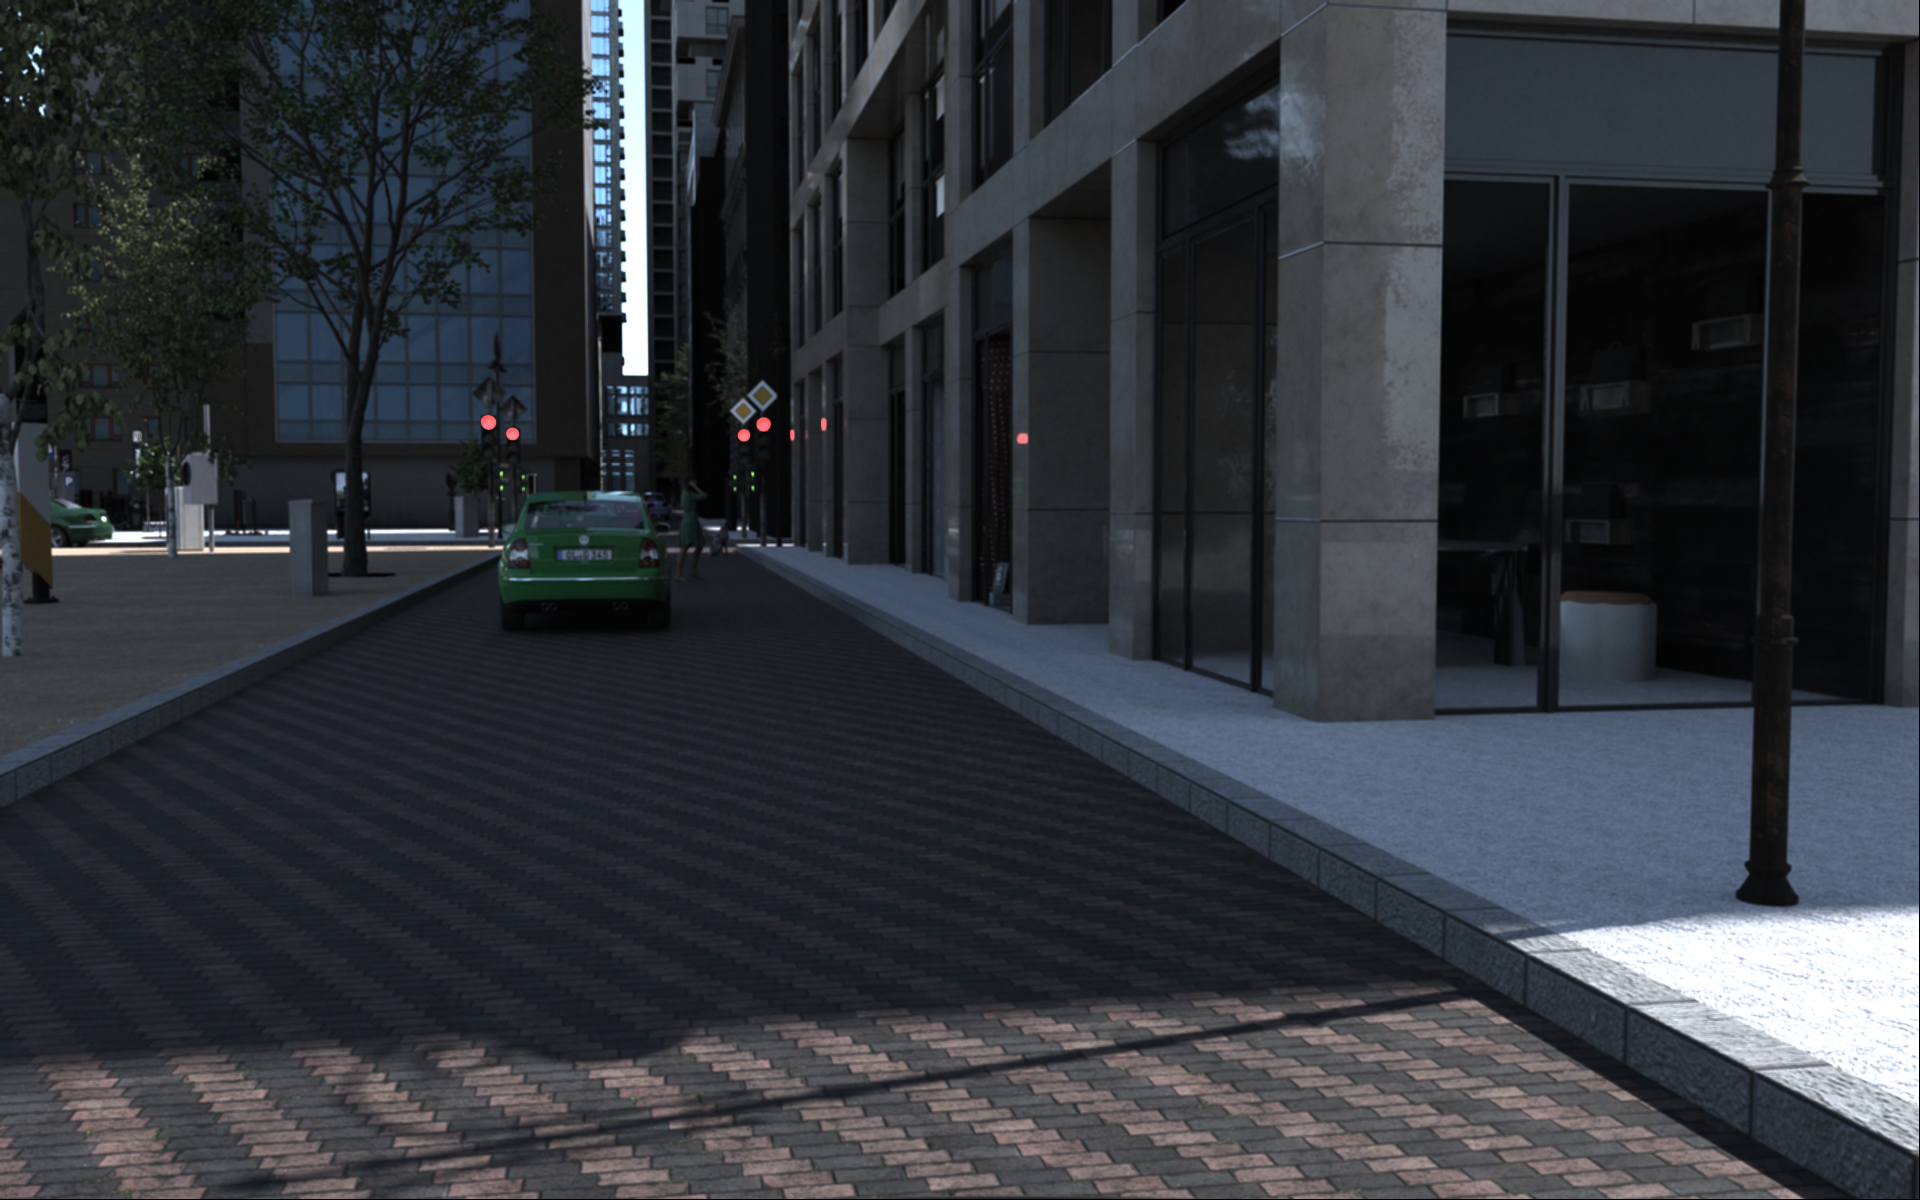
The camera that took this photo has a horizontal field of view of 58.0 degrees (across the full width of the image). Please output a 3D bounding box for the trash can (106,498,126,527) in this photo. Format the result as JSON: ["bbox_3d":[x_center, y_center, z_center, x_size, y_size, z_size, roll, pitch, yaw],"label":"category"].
[{"bbox_3d":[-33.289,-3.468,68.351,0.748,1.137,0.748,0,3,0],"label":"trash can"}]

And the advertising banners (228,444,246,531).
[{"bbox_3d":[-25.519,-3.970,61.103,0.090,3.025,2.074,-1,4,-9],"label":"advertising banners"}]

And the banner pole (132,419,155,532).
[{"bbox_3d":[-27.252,-4.139,57.693,0.401,3.779,0.863,1,4,14],"label":"banner pole"}]

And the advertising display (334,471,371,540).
[{"bbox_3d":[-17.064,-2.658,48.679,0.974,1.923,0.123,0,4,0],"label":"advertising display"}]

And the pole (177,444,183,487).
[{"bbox_3d":[-31.553,-4.668,70.168,0.158,3.312,0.155,0,3,0],"label":"pole"}]

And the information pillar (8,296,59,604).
[{"bbox_3d":[-10.820,-1.763,20.178,0.183,3.616,0.504,1,4,14],"label":"information pillar"}]

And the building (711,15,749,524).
[{"bbox_3d":[-5.367,-15.322,79.401,11.050,23.489,19.941,-1,4,-10],"label":"building"}]

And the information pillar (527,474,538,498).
[{"bbox_3d":[-15.800,-3.641,64.027,0.304,2.012,0.304,0,4,6],"label":"information pillar"}]

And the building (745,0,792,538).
[{"bbox_3d":[1.303,-13.899,56.927,15.834,23.373,12.332,-1,4,-10],"label":"building"}]

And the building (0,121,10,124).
[{"bbox_3d":[-111.250,-33.621,199.808,14.200,45.320,14.600,-1,4,-10],"label":"building"}]

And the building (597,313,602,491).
[{"bbox_3d":[-52.829,-20.639,182.488,28.899,21.520,27.650,-1,4,-10],"label":"building"}]

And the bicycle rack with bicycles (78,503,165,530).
[{"bbox_3d":[-31.970,-3.249,66.499,2.852,0.926,2.925,0,4,-6],"label":"bicycle rack with bicycles"}]

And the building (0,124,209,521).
[{"bbox_3d":[-36.093,-15.436,97.414,27.650,21.520,28.899,-1,4,-10],"label":"building"}]

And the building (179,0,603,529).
[{"bbox_3d":[-22.006,-25.638,69.297,14.600,45.320,14.200,-1,4,-10],"label":"building"}]

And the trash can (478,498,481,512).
[{"bbox_3d":[-15.954,-2.732,56.320,0.748,1.137,0.748,0,3,0],"label":"trash can"}]

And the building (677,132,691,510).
[{"bbox_3d":[-16.089,-22.674,142.423,14.160,30.474,14.107,-1,4,-10],"label":"building"}]

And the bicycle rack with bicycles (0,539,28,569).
[{"bbox_3d":[-17.044,-0.958,29.038,2.925,0.926,2.852,1,4,19],"label":"bicycle rack with bicycles"}]

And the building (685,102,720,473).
[{"bbox_3d":[-11.864,-18.198,115.558,12.078,24.808,19.932,-1,4,-10],"label":"building"}]

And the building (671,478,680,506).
[{"bbox_3d":[-15.475,-30.471,190.089,32.217,40.220,23.993,-1,4,-10],"label":"building"}]

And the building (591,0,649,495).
[{"bbox_3d":[-54.258,-54.988,211.731,31.000,86.520,22.319,-1,4,-10],"label":"building"}]

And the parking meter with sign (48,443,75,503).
[{"bbox_3d":[-30.224,-3.796,58.332,1.738,3.016,0.543,2,4,30],"label":"parking meter with sign"}]

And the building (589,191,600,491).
[{"bbox_3d":[-40.234,-23.580,157.238,14.160,30.474,14.107,-1,4,-10],"label":"building"}]

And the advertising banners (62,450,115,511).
[{"bbox_3d":[-34.885,-4.463,69.162,2.074,3.025,0.090,-3,5,-43],"label":"advertising banners"}]

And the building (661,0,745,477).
[{"bbox_3d":[-13.306,-35.152,163.974,28.713,52.752,27.495,-1,4,-10],"label":"building"}]

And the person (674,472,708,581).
[{"bbox_3d":[-4.475,-1.214,28.594,0.529,1.795,0.600,-2,4,-25],"label":"person"}]

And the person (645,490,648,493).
[{"bbox_3d":[-27.766,-8.865,153.435,0.705,1.826,1.348,2,4,24],"label":"person"}]

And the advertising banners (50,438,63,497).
[{"bbox_3d":[-28.437,-3.557,54.353,0.090,3.025,2.074,-2,4,-34],"label":"advertising banners"}]

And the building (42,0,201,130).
[{"bbox_3d":[-94.227,-46.896,204.998,20.611,71.187,20.563,-1,4,-10],"label":"building"}]

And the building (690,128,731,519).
[{"bbox_3d":[-8.739,-16.413,98.026,12.332,23.373,15.834,-1,4,-10],"label":"building"}]

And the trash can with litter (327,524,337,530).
[{"bbox_3d":[-22.264,-3.124,62.138,1.678,1.210,2.233,-1,4,-9],"label":"trash can with litter"}]

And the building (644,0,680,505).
[{"bbox_3d":[-28.852,-47.612,216.716,20.611,71.187,20.563,-1,4,-10],"label":"building"}]

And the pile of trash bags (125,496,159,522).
[{"bbox_3d":[-37.580,-4.302,80.097,3.447,1.369,1.912,-3,4,-37],"label":"pile of trash bags"}]

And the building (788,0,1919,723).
[{"bbox_3d":[8.350,-13.628,27.339,19.350,26.468,34.151,-1,4,-10],"label":"building"}]
